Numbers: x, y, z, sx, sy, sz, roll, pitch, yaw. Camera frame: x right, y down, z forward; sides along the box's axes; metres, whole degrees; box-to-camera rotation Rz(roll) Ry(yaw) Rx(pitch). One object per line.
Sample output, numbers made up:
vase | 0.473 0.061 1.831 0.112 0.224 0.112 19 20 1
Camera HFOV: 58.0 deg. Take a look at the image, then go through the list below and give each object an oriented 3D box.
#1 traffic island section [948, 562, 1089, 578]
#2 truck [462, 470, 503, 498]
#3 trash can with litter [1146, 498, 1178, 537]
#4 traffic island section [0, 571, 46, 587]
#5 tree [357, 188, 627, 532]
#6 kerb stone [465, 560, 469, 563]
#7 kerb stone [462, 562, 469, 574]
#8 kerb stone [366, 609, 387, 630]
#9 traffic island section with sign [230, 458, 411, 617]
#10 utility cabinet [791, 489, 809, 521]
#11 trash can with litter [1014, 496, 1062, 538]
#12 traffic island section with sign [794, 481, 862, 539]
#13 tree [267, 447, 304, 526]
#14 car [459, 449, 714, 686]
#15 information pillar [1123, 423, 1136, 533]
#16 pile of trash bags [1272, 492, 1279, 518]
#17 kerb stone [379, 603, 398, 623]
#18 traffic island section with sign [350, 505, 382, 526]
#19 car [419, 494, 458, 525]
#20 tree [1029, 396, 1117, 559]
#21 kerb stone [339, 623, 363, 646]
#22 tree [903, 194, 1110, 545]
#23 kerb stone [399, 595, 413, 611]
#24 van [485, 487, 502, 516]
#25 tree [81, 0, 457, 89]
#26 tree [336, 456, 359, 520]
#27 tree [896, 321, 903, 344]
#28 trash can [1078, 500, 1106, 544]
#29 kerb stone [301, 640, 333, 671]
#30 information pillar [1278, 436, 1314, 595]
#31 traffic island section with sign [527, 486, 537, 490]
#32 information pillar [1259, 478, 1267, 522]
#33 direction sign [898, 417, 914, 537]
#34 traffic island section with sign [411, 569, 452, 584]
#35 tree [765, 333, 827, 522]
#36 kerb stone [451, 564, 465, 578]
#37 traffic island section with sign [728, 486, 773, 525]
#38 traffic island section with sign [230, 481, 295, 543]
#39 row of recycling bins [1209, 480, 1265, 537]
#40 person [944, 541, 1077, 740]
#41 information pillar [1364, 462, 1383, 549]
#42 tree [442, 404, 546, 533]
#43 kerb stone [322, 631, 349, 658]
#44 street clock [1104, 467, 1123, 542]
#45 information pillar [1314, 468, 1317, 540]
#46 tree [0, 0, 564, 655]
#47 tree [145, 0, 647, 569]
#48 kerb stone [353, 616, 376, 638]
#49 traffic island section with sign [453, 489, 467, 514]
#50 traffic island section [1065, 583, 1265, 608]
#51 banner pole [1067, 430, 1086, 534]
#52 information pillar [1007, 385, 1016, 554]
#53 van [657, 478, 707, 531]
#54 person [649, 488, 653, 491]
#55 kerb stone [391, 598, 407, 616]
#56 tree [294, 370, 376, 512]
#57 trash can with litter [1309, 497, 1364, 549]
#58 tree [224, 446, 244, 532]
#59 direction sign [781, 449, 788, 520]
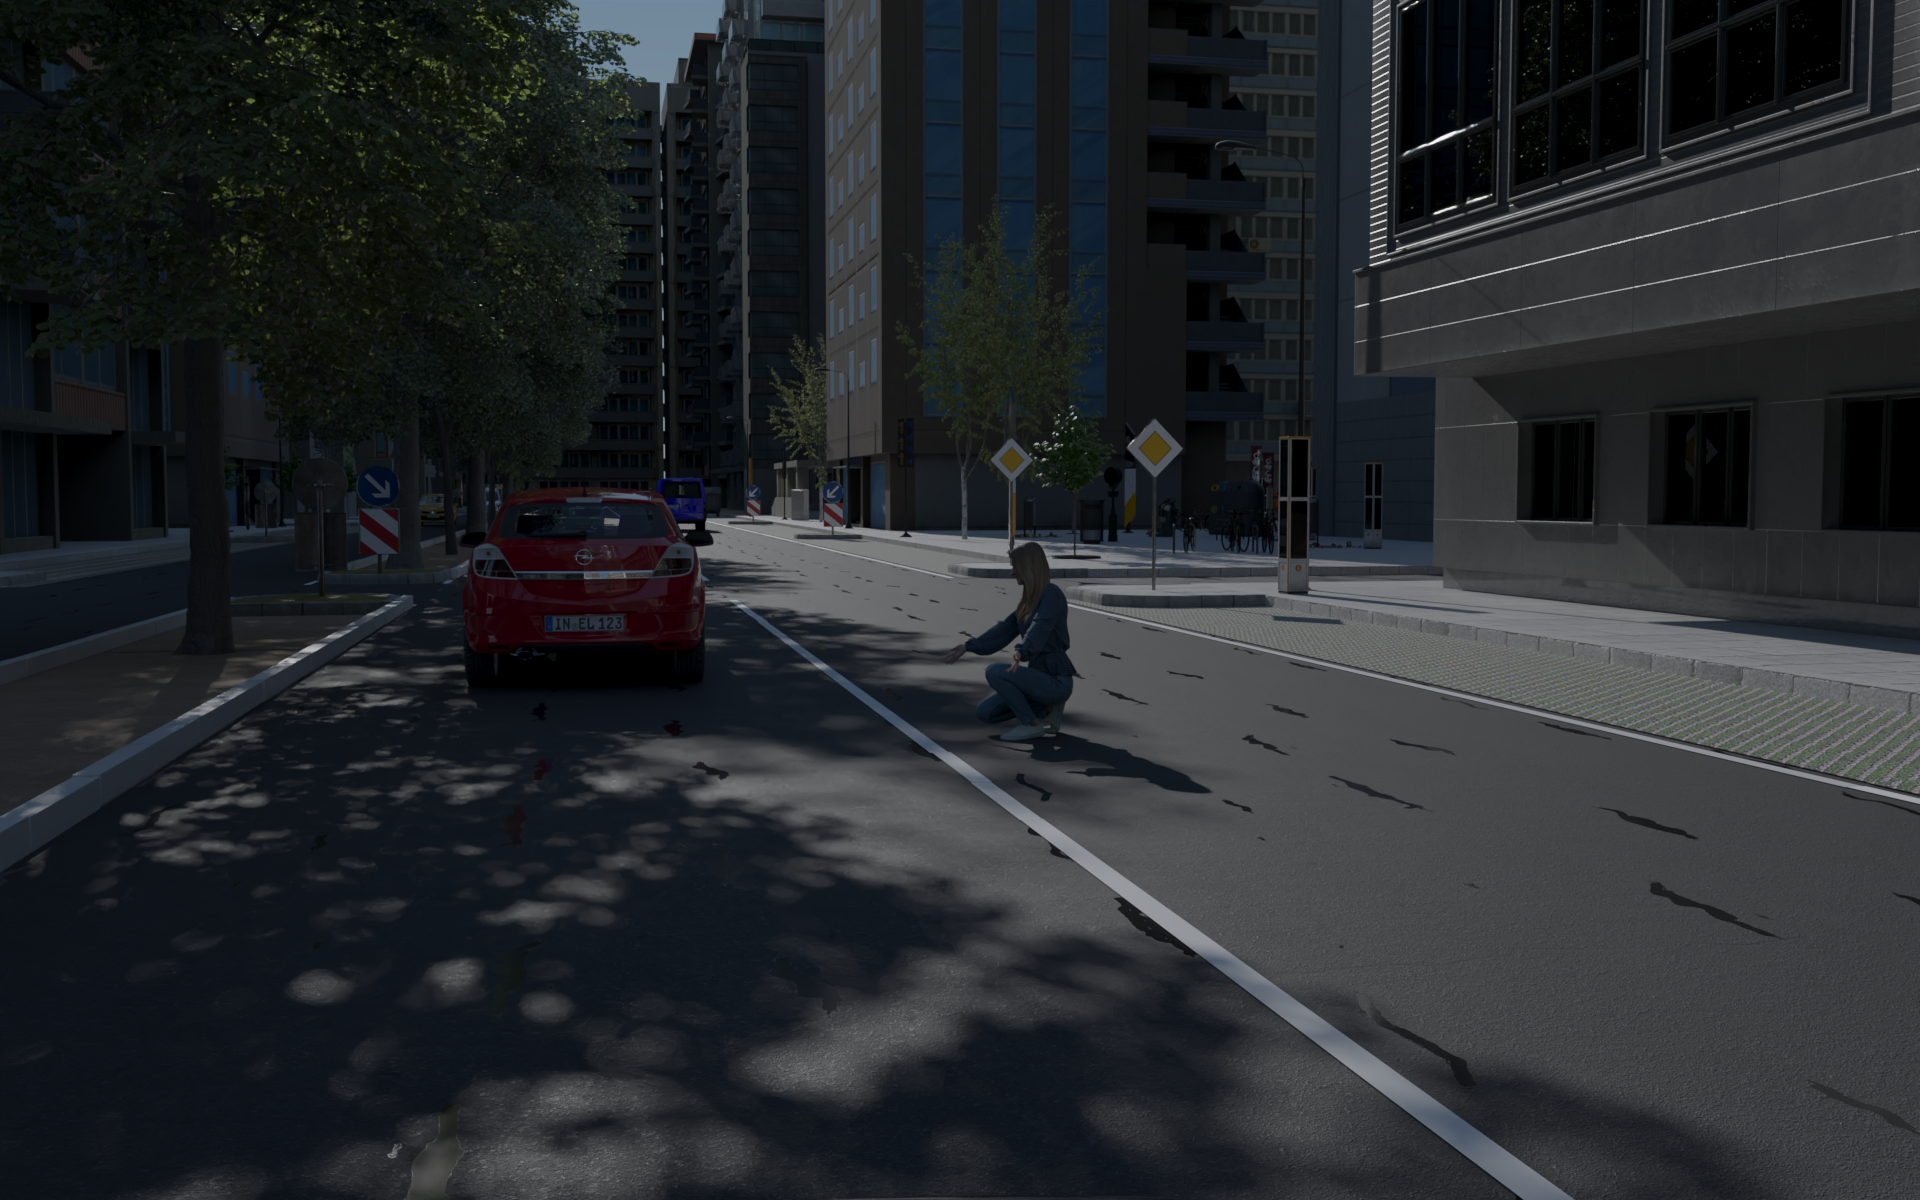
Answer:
traffic island section | 0.935 -0.532 30.974 2.009 0.180 2.903 -1 4 -12
truck | -32.172 -7.528 118.999 3.469 3.379 9.791 -1 4 -13
trash can with litter | 5.991 -2.465 51.685 0.624 1.170 1.055 -3 5 -42
traffic island section | -15.829 -0.313 27.404 2.009 0.180 2.903 -1 4 -12
tree | -17.724 -9.326 65.303 12.009 13.543 11.850 0 3 0
kerb stone | -9.146 -0.596 31.995 0.120 0.150 1.000 -1 4 -12
kerb stone | -8.928 -0.538 30.990 0.120 0.150 1.000 -1 4 -12
kerb stone | -6.249 0.230 18.438 0.120 0.150 1.000 -1 4 -12
traffic island section with sign | -7.910 -0.797 21.168 2.006 1.907 1.989 -1 4 -12
utility cabinet | -7.678 -4.547 83.029 0.318 1.500 1.173 -2 4 -35
trash can with litter | 2.388 -2.467 51.387 1.678 1.210 2.233 3 5 39
traffic island section with sign | -4.263 -2.853 55.267 1.989 1.847 2.006 -1 4 -12
tree | -27.228 -4.676 71.050 1.663 3.219 1.824 0 3 0
car | -3.122 -0.336 14.531 2.155 1.783 4.494 -1 4 -11
information pillar | 5.564 -3.996 56.690 0.183 3.616 0.504 -2 4 -32
pile of trash bags | 13.951 -4.508 83.457 3.447 1.369 1.912 0 4 -1
kerb stone | -6.458 0.173 19.439 0.120 0.150 1.000 -1 4 -12
traffic island section with sign | -26.364 -4.251 78.139 1.989 1.847 2.006 -1 4 -12
car | -23.647 -4.150 78.076 2.015 1.641 3.980 -1 4 -13
tree | 2.161 -2.441 34.515 1.663 3.219 1.824 0 3 0
kerb stone | -5.818 0.356 16.433 0.120 0.150 1.000 -1 4 -12
tree | 1.543 -5.697 43.501 4.737 8.622 4.395 0 3 0
kerb stone | -6.885 0.046 21.445 0.120 0.150 1.000 -1 4 -12
van | -26.097 -5.413 95.507 2.013 2.044 4.112 -1 4 -14
tree | -5.003 -4.362 8.186 8.767 10.594 7.601 -1 4 -12
tree | -30.810 -5.677 87.417 1.663 3.219 1.824 0 3 0
tree | 0.163 -6.010 48.633 4.737 8.622 4.395 0 3 0
trash can | 3.392 -2.014 44.582 0.748 1.137 0.748 0 3 0
kerb stone | -5.385 0.475 14.426 0.120 0.150 1.000 -1 4 -12
information pillar | 4.284 -1.084 22.214 0.304 2.012 0.304 -1 4 -15
traffic island section with sign | -25.193 -5.734 101.891 2.006 1.907 1.989 -1 4 -12
information pillar | 13.895 -4.587 79.496 0.304 2.012 0.304 -1 4 -21
direction sign | -1.612 -3.637 51.464 0.379 3.537 0.876 -2 4 -32
traffic island section with sign | -9.451 -1.240 28.413 2.006 1.907 1.989 -1 4 -12
tree | -6.517 -7.827 78.328 4.360 8.622 3.978 0 3 0
kerb stone | -8.721 -0.476 29.986 0.120 0.150 1.000 -1 4 -12
traffic island section with sign | -9.920 -4.465 81.624 1.989 1.847 2.006 -1 4 -12
traffic island section with sign | -20.674 -2.624 51.530 1.989 1.847 2.006 -1 4 -12
row of recycling bins | 8.552 -2.834 53.453 1.069 1.692 3.534 -1 4 -8
person | 0.338 0.236 10.138 0.738 1.151 1.012 0 4 -8
information pillar | 9.644 -2.197 40.415 0.304 2.012 0.304 -2 4 -32
tree | -15.745 -6.386 57.226 4.737 8.622 4.395 0 3 0
kerb stone | -5.599 0.414 15.429 0.120 0.150 1.000 -1 4 -12
street clock | 4.107 -2.565 46.500 0.471 2.002 0.358 3 5 44
information pillar | 9.689 -2.665 48.064 0.304 2.012 0.304 2 4 35
tree | -6.913 -5.806 15.519 7.486 12.596 7.792 0 3 0
tree | -10.348 -7.507 31.852 9.857 13.997 8.962 0 3 0
kerb stone | -6.033 0.294 17.432 0.120 0.150 1.000 -1 4 -12
traffic island section with sign | -36.992 -7.283 127.709 1.989 1.847 2.006 -1 4 -12
traffic island section | 2.607 -0.054 23.166 2.009 0.180 2.903 -1 4 -12
banner pole | 3.787 -4.013 55.623 0.401 3.779 0.863 3 5 44
information pillar | 1.122 -2.800 37.139 0.183 3.616 0.504 0 4 -5
van | -11.128 -3.935 68.715 2.240 2.365 5.245 -1 4 -11
person | -16.020 -4.933 89.998 0.563 1.720 0.643 -2 4 -31
kerb stone | -6.675 0.116 20.442 0.120 0.150 1.000 -1 4 -12
tree | -30.129 -8.108 82.921 4.360 8.622 3.978 0 3 0
trash can with litter | 8.725 -1.854 41.375 2.233 1.210 1.678 -1 4 -13
tree | -25.021 -3.895 58.285 1.663 3.219 1.824 0 3 0
direction sign | -8.774 -5.784 86.564 0.379 3.537 0.876 0 4 6
